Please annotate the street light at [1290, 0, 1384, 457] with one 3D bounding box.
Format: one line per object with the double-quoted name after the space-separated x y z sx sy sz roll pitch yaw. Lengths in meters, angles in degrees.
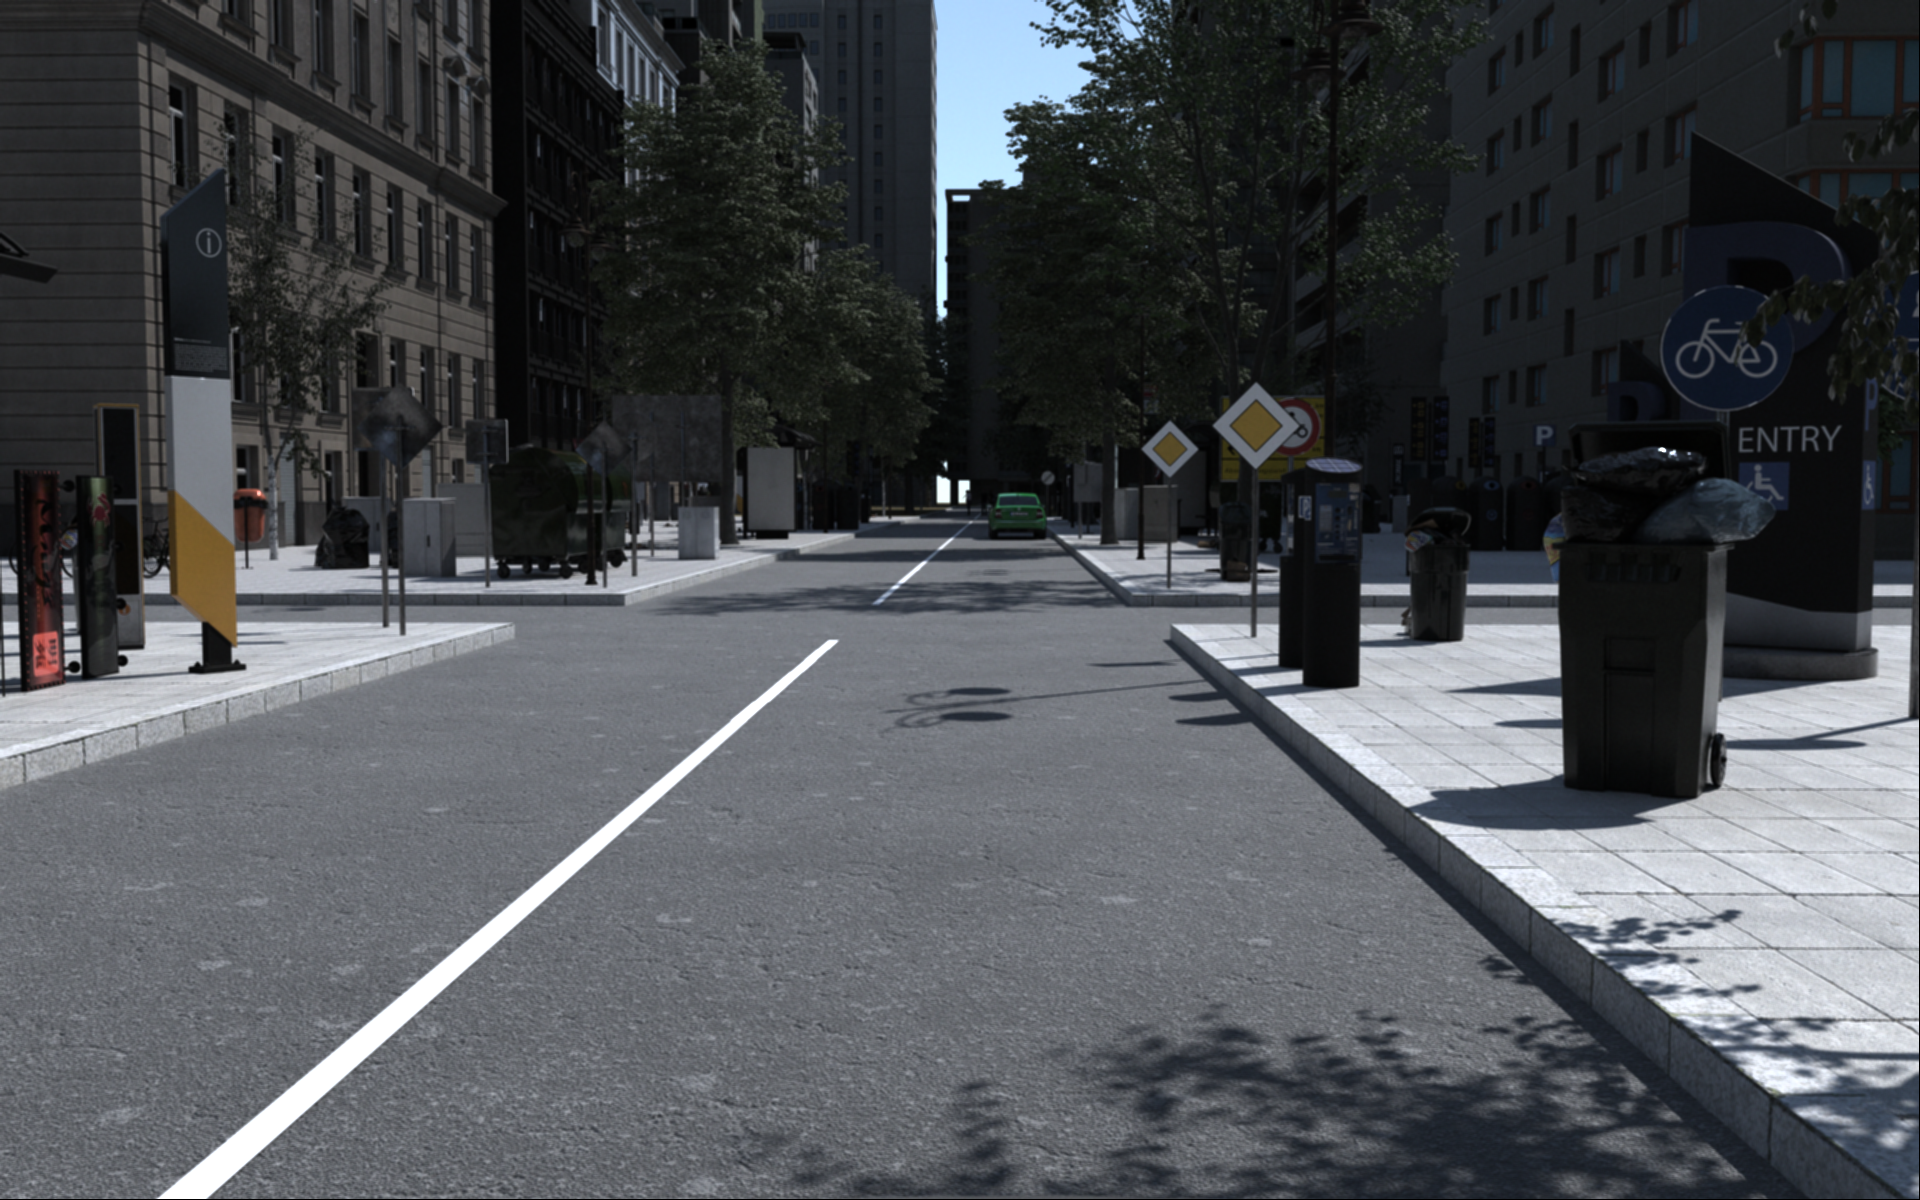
3.005 -2.522 14.016 0.468 5.910 1.993 0 4 1 "street light"

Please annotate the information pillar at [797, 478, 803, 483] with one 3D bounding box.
-7.165 -4.453 77.302 0.304 2.012 0.304 3 4 38 "information pillar"

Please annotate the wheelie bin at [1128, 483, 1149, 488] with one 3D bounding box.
5.220 -2.638 51.035 0.980 1.594 0.693 -1 4 -14 "wheelie bin"

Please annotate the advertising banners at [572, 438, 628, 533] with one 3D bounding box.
-11.365 -3.579 54.697 0.090 3.025 2.074 3 5 42 "advertising banners"

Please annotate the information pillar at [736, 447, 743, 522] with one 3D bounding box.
-9.886 -5.337 78.614 0.504 3.616 0.183 0 4 -6 "information pillar"

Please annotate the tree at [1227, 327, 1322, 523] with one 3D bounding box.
13.847 -7.662 75.641 4.737 8.622 4.395 0 3 0 "tree"

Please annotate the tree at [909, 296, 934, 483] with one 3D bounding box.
-4.461 -10.087 83.050 7.486 12.596 7.792 0 3 0 "tree"

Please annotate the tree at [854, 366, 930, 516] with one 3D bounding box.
-4.157 -9.099 99.130 4.360 8.622 3.978 0 3 0 "tree"

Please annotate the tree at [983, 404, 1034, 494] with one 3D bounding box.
7.168 -16.003 172.025 12.009 13.543 11.850 0 3 0 "tree"

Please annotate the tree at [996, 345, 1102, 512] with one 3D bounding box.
7.185 -13.444 126.462 9.857 13.997 8.962 0 3 0 "tree"

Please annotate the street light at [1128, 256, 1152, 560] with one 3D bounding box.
3.548 -3.731 33.790 0.468 5.910 1.993 0 4 1 "street light"

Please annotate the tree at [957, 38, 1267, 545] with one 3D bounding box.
3.830 -7.655 43.287 7.486 12.596 7.792 0 3 0 "tree"

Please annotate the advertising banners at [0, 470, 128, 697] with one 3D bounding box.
-6.055 -0.930 11.386 0.090 3.025 2.074 0 4 0 "advertising banners"

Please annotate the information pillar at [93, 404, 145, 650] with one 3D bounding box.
-6.937 -0.599 14.292 0.304 2.012 0.304 -2 4 -33 "information pillar"

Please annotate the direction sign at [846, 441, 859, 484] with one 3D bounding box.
-4.602 -5.040 74.406 0.379 3.537 0.876 2 4 32 "direction sign"

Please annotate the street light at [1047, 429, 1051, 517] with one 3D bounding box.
5.099 -7.669 98.171 0.468 5.910 1.993 0 4 1 "street light"

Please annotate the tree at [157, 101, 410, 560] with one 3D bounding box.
-13.126 -5.086 33.516 4.360 8.622 3.978 0 3 0 "tree"

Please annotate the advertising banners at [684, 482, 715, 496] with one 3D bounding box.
-13.290 -5.593 87.637 2.074 3.025 0.090 2 4 27 "advertising banners"

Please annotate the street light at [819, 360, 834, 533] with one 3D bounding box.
-4.403 -5.124 56.562 0.468 5.910 1.993 0 4 1 "street light"

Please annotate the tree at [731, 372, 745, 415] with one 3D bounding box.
-11.397 -7.567 74.081 4.360 8.622 3.978 0 3 0 "tree"

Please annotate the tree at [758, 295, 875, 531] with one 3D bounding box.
-5.299 -6.726 60.328 4.737 8.622 4.395 0 3 0 "tree"

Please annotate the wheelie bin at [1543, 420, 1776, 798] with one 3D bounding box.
3.001 0.022 7.541 0.980 1.594 0.693 2 4 32 "wheelie bin"

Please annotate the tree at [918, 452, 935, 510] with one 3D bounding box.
-3.288 -11.712 141.857 4.737 8.622 4.395 0 3 0 "tree"

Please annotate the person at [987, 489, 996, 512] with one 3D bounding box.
2.498 -7.921 138.035 0.705 1.821 1.348 3 4 37 "person"

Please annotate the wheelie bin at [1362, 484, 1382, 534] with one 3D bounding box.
13.328 -2.976 56.558 0.693 1.594 0.980 3 4 37 "wheelie bin"

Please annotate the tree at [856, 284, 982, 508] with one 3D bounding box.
-3.825 -18.548 159.145 12.611 20.169 13.585 0 3 0 "tree"

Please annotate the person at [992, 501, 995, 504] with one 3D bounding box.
2.711 -6.553 118.899 1.065 1.426 0.557 0 4 1 "person"

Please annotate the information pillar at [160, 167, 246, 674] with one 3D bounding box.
-5.415 -1.284 12.352 0.183 3.616 0.504 2 4 31 "information pillar"

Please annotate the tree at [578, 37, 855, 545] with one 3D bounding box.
-5.835 -7.652 43.240 7.486 12.596 7.792 0 3 0 "tree"

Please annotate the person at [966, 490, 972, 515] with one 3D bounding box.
0.522 -6.595 117.259 0.436 1.711 0.756 2 4 34 "person"

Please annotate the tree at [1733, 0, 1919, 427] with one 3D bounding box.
3.417 -3.315 4.557 4.360 8.622 3.978 0 3 0 "tree"

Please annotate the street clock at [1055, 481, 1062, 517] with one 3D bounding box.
5.684 -5.778 99.041 0.471 2.002 0.358 0 4 -4 "street clock"

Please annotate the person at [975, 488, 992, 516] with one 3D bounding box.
1.588 -6.538 115.403 1.348 1.822 0.705 2 4 32 "person"

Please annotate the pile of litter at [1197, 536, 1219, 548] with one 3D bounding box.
6.237 -1.669 41.253 1.176 0.858 1.719 0 4 2 "pile of litter"

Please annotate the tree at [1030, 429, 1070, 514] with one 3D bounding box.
6.008 -9.706 109.062 4.360 8.622 3.978 0 3 0 "tree"

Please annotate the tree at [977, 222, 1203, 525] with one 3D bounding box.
5.514 -9.527 72.777 9.611 12.733 9.660 0 3 0 "tree"

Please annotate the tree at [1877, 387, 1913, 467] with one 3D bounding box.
13.032 -2.597 26.174 4.285 4.588 4.351 0 3 0 "tree"

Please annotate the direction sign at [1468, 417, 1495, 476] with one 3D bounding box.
15.409 -3.622 51.222 0.379 3.537 0.876 -3 4 -38 "direction sign"

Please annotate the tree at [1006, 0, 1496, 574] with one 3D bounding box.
4.610 -6.247 27.893 9.928 11.665 9.643 0 3 0 "tree"

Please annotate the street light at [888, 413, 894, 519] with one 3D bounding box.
-3.615 -7.118 89.169 0.468 5.910 1.993 0 4 1 "street light"

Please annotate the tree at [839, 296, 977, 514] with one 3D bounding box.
-3.204 -12.464 110.448 9.857 13.997 8.962 0 3 0 "tree"

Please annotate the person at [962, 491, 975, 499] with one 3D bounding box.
0.874 -10.205 175.349 1.348 1.824 0.705 -1 4 -18 "person"

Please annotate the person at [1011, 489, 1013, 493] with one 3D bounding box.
3.835 -7.336 128.444 1.348 1.824 0.705 -2 4 -24 "person"

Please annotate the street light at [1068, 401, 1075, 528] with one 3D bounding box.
4.300 -5.700 65.977 0.468 5.910 1.993 0 4 1 "street light"

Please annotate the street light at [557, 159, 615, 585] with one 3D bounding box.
-5.219 -3.153 24.344 0.468 5.910 1.993 0 4 1 "street light"

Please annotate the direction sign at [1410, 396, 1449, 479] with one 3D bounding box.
10.919 -2.956 40.329 0.876 3.537 0.379 2 4 32 "direction sign"

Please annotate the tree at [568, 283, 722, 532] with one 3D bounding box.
-10.669 -6.599 58.259 4.360 8.622 3.978 0 3 0 "tree"
